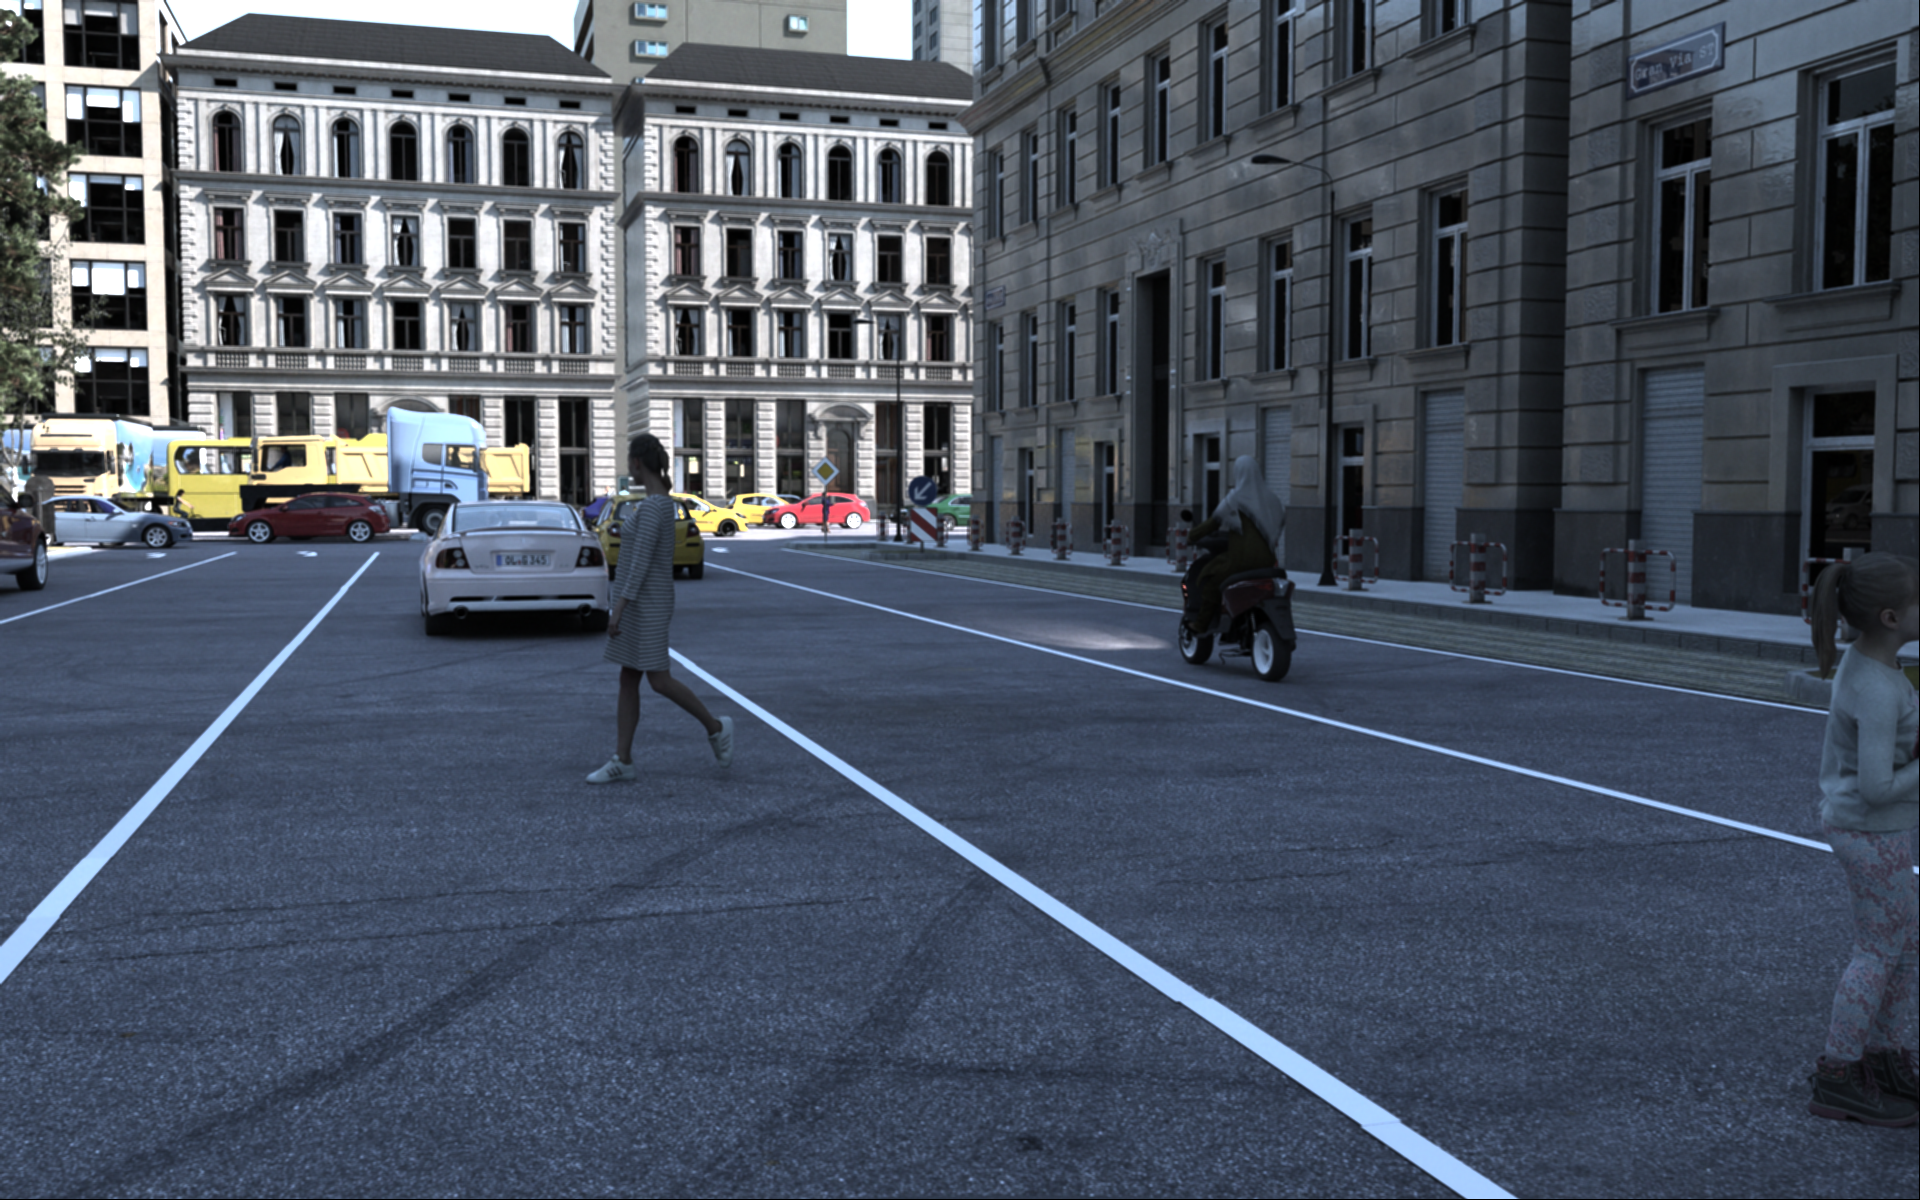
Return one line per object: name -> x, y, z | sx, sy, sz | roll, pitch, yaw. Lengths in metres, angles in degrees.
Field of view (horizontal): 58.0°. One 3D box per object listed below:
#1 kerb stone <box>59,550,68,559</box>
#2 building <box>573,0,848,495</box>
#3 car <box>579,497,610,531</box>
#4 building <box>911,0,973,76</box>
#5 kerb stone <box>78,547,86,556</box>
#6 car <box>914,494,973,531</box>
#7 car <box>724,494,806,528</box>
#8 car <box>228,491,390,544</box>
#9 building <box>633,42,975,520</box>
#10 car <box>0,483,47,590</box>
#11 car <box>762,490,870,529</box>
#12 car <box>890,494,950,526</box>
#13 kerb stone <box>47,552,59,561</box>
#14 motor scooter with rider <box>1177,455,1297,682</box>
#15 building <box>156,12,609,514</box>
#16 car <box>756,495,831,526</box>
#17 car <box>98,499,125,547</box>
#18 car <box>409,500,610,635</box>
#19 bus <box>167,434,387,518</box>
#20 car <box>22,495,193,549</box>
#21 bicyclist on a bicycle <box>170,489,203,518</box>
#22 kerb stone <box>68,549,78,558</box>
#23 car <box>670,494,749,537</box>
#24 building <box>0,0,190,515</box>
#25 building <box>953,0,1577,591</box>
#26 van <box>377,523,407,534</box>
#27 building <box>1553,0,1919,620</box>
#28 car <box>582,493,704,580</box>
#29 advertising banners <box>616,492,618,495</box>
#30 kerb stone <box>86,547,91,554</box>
kerb stone -> -19.959, -0.980, 38.323 | 0.120, 0.150, 1.000 | -1, 4, -17
building -> -22.410, -32.427, 153.887 | 21.300, 48.544, 21.600 | -1, 4, -17
car -> -12.048, -3.127, 63.699 | 3.894, 1.354, 1.945 | -1, 4, -18
building -> 4.706, -46.717, 202.074 | 20.611, 71.187, 20.563 | -1, 4, -17
kerb stone -> -20.553, -1.104, 40.296 | 0.120, 0.150, 1.000 | -1, 4, -17
car -> 0.525, -3.420, 67.712 | 4.920, 1.459, 2.131 | -1, 4, -19
car -> -8.137, -3.891, 73.846 | 3.980, 1.641, 2.015 | -1, 4, -15
car -> -19.153, -2.567, 51.005 | 4.494, 1.783, 2.155 | -1, 4, -15
building -> -7.147, -15.844, 87.923 | 19.941, 23.489, 11.050 | -1, 4, -17
car -> -14.261, -0.940, 24.038 | 2.281, 1.827, 5.304 | -1, 4, -15
car -> -6.010, -3.855, 72.062 | 4.494, 1.783, 2.155 | -1, 4, -16
car -> -1.012, -4.095, 76.733 | 4.222, 1.686, 2.009 | -1, 4, -16
kerb stone -> -19.644, -0.926, 37.337 | 0.120, 0.150, 1.000 | -1, 4, -17
motor scooter with rider -> 2.231, -0.300, 13.866 | 0.876, 1.779, 1.986 | -1, 4, -16
building -> -26.368, -15.518, 82.598 | 19.941, 23.489, 11.050 | -1, 4, -17
car -> -7.617, -4.029, 77.875 | 4.499, 1.417, 2.014 | -1, 4, -16
car -> -24.591, -2.126, 47.339 | 3.894, 1.354, 1.945 | -1, 4, -17
car -> -4.986, -0.415, 19.140 | 2.083, 1.381, 4.827 | -1, 4, -18
bus -> -25.520, -4.839, 70.660 | 12.252, 3.916, 2.896 | -1, 4, -18
car -> -22.685, -2.059, 45.661 | 4.499, 1.417, 2.014 | -1, 4, -17
bicyclist on a bicycle -> -29.949, -3.470, 66.755 | 1.625, 1.676, 1.499 | -1, 4, -16
kerb stone -> -20.253, -1.047, 39.311 | 0.120, 0.150, 1.000 | -1, 4, -17
car -> -9.077, -2.915, 57.879 | 3.980, 1.641, 2.015 | -1, 4, -19
building -> -53.678, -16.810, 79.355 | 34.151, 26.468, 19.350 | -1, 4, -17
building -> 9.189, -14.558, 35.290 | 12.463, 27.353, 25.104 | -1, 4, -17
van -> -19.787, -3.437, 63.203 | 4.112, 2.044, 2.013 | -1, 4, -18
building -> 16.486, -13.092, 11.314 | 12.463, 27.353, 25.104 | -1, 4, -17
car -> -5.558, -1.232, 30.365 | 2.015, 1.641, 3.980 | -1, 4, -16
advertising banners -> -25.422, -7.941, 126.022 | 0.090, 3.025, 2.074 | 1, 4, 16
kerb stone -> -20.863, -1.167, 41.281 | 0.120, 0.150, 1.000 | -1, 4, -17
